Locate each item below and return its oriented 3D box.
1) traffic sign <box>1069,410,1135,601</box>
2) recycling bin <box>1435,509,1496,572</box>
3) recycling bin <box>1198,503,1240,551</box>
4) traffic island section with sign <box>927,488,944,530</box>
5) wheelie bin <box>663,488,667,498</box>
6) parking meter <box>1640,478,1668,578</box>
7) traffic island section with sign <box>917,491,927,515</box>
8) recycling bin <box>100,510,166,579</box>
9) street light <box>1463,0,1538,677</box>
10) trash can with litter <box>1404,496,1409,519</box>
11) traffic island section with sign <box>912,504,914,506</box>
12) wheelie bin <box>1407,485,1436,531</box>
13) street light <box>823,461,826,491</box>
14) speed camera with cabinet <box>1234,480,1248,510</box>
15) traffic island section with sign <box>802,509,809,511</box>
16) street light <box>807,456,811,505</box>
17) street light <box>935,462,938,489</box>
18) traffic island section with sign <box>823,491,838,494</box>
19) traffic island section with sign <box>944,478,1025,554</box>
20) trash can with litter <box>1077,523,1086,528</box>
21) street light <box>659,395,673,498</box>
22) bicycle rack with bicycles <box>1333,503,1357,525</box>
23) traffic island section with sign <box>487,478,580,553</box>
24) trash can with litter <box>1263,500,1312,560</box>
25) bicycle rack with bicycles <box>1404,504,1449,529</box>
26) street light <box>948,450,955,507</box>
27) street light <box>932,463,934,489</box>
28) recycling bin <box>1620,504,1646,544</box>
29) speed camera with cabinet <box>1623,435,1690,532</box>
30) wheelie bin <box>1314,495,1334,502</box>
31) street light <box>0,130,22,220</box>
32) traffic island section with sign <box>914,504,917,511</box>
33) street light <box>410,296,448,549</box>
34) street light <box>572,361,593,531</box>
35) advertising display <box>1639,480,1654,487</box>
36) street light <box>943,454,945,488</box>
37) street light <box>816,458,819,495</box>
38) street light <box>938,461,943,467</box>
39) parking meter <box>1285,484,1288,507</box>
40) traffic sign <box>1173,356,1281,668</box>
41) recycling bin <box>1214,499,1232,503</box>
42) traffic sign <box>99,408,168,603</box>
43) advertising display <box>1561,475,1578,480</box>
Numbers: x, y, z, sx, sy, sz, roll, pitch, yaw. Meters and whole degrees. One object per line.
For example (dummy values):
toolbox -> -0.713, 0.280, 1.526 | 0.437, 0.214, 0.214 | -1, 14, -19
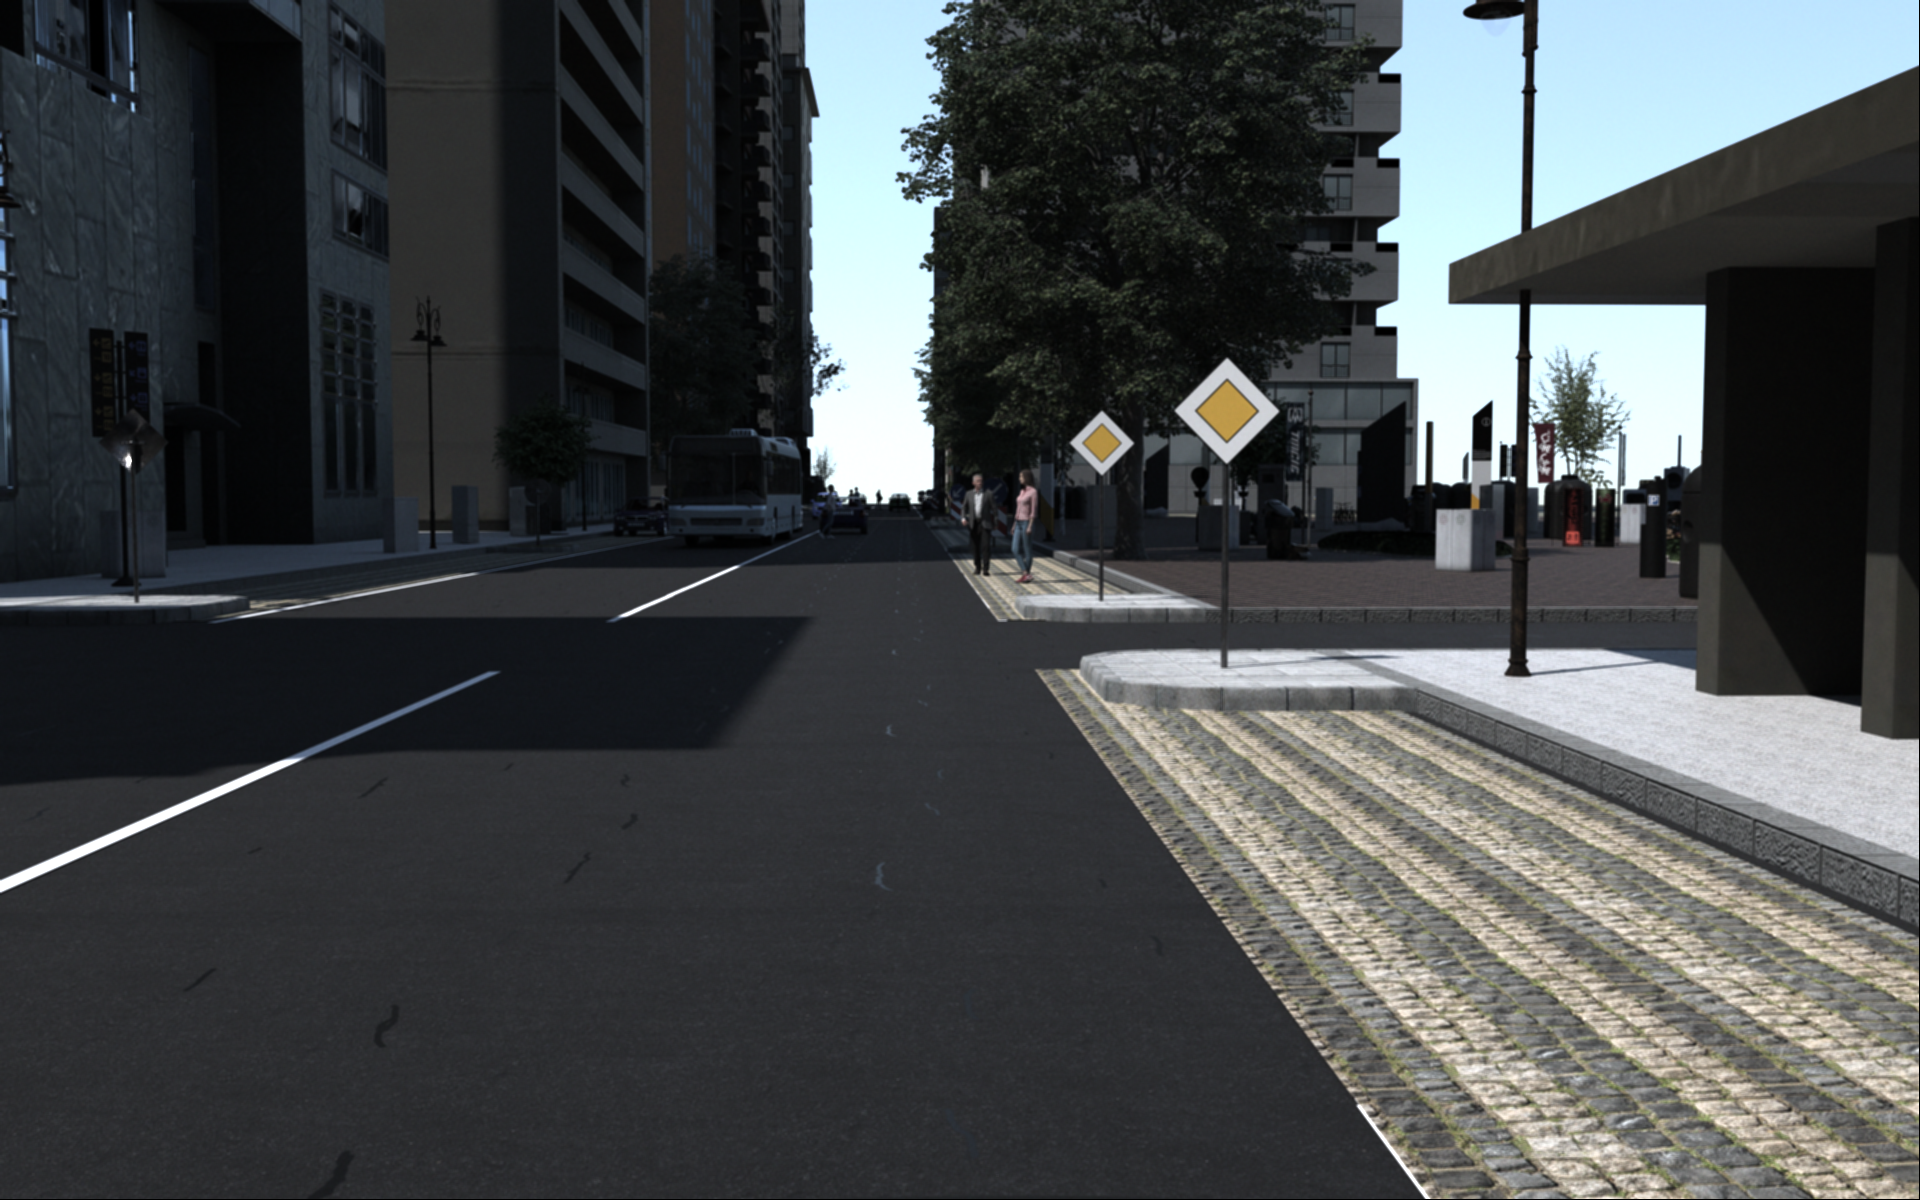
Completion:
traffic sign -> 1.689, -1.043, 20.699 | 0.795, 2.450, 0.064 | 0, 4, -2
recycling bin -> 8.444, -1.001, 28.916 | 0.722, 1.027, 0.722 | -3, 4, -37
recycling bin -> 5.900, -1.646, 39.467 | 0.722, 1.027, 0.722 | 3, 4, 36
traffic island section with sign -> -0.222, -3.775, 70.350 | 1.989, 1.847, 2.006 | 0, 4, -2
wheelie bin -> -15.657, -5.255, 93.826 | 0.980, 1.594, 0.693 | 0, 4, -5
parking meter -> 10.640, -1.110, 26.560 | 0.372, 1.533, 0.369 | 0, 3, 0
traffic island section with sign -> -1.844, -6.859, 120.771 | 1.989, 1.847, 2.006 | 0, 4, -2
recycling bin -> -12.704, -0.859, 26.601 | 0.722, 1.027, 0.722 | 3, 5, 43
street light -> 3.941, -2.402, 12.059 | 0.468, 5.910, 1.993 | 0, 4, -2
trash can with litter -> 22.016, -4.639, 86.899 | 1.678, 1.210, 2.233 | -3, 5, -42
traffic island section with sign -> -4.503, -11.903, 203.246 | 1.989, 1.847, 2.006 | 0, 4, -2
wheelie bin -> 16.013, -3.185, 59.982 | 0.980, 1.594, 0.693 | 0, 4, -2
street light -> -18.875, -16.422, 241.288 | 0.468, 5.910, 1.993 | 0, 4, -2
speed camera with cabinet -> 13.775, -5.546, 85.017 | 0.660, 3.252, 2.038 | 0, 4, 7
traffic island section with sign -> -13.845, -8.485, 147.363 | 1.989, 1.847, 2.006 | 0, 4, -2
street light -> -17.520, -13.900, 200.057 | 0.468, 5.910, 1.993 | 0, 4, -2
street light -> -2.585, -14.773, 214.332 | 0.468, 5.910, 1.993 | 0, 4, -2
traffic island section with sign -> -15.637, -11.874, 202.774 | 1.989, 1.847, 2.006 | 0, 4, -2
traffic island section with sign -> 0.690, -2.061, 42.318 | 1.989, 1.847, 2.006 | 0, 4, -2
trash can with litter -> 5.199, -3.248, 64.166 | 1.678, 1.210, 2.233 | -2, 4, -26
street light -> -13.684, -6.612, 80.894 | 0.468, 5.910, 1.993 | 0, 4, -2
bicycle rack with bicycles -> 16.533, -3.608, 72.379 | 2.925, 0.926, 2.852 | -3, 5, -43
traffic island section with sign -> -10.441, -2.080, 42.635 | 1.989, 1.847, 2.006 | 0, 4, -2
trash can with litter -> 6.489, -1.392, 34.139 | 0.624, 1.170, 1.055 | -3, 4, -37
bicycle rack with bicycles -> 17.760, -3.086, 63.834 | 2.852, 0.926, 2.925 | -3, 4, -36
street light -> -0.568, -10.962, 152.021 | 0.468, 5.910, 1.993 | 0, 4, -2
street light -> -3.206, -16.010, 234.549 | 0.468, 5.910, 1.993 | 0, 4, -2
recycling bin -> 17.468, -1.952, 44.462 | 0.722, 1.027, 0.722 | -1, 4, -20
speed camera with cabinet -> 23.437, -3.914, 58.327 | 2.038, 3.252, 0.660 | 3, 5, 43
wheelie bin -> 18.960, -5.035, 90.224 | 0.980, 1.594, 0.693 | 1, 4, 10
street light -> -11.701, -2.922, 20.555 | 0.468, 5.910, 1.993 | 0, 4, -2
traffic island section with sign -> -2.723, -8.507, 147.712 | 1.989, 1.847, 2.006 | 0, 4, -2
street light -> -12.386, -4.143, 40.533 | 0.468, 5.910, 1.993 | 0, 4, -2
street light -> -13.154, -5.365, 60.508 | 0.468, 5.910, 1.993 | 0, 4, -2
advertising display -> 31.075, -4.461, 78.148 | 0.123, 1.923, 0.974 | -2, 4, -29
street light -> -1.157, -12.184, 172.002 | 0.468, 5.910, 1.993 | 0, 4, -2
street light -> -18.110, -15.147, 220.442 | 0.468, 5.910, 1.993 | 0, 4, -2
street light -> -1.871, -13.515, 193.755 | 0.468, 5.910, 1.993 | 0, 4, -2
parking meter -> 16.791, -5.145, 89.839 | 0.255, 1.863, 0.399 | -3, 5, -43
traffic sign -> 1.947, -0.555, 12.718 | 0.795, 2.450, 0.064 | 0, 4, -2
recycling bin -> 13.639, -4.731, 89.907 | 0.722, 1.027, 0.722 | 2, 4, 33
traffic sign -> -9.700, -1.022, 20.353 | 0.795, 2.450, 0.064 | 0, 4, -2
advertising display -> 20.264, -3.205, 57.614 | 0.123, 1.923, 0.974 | 0, 4, -7
